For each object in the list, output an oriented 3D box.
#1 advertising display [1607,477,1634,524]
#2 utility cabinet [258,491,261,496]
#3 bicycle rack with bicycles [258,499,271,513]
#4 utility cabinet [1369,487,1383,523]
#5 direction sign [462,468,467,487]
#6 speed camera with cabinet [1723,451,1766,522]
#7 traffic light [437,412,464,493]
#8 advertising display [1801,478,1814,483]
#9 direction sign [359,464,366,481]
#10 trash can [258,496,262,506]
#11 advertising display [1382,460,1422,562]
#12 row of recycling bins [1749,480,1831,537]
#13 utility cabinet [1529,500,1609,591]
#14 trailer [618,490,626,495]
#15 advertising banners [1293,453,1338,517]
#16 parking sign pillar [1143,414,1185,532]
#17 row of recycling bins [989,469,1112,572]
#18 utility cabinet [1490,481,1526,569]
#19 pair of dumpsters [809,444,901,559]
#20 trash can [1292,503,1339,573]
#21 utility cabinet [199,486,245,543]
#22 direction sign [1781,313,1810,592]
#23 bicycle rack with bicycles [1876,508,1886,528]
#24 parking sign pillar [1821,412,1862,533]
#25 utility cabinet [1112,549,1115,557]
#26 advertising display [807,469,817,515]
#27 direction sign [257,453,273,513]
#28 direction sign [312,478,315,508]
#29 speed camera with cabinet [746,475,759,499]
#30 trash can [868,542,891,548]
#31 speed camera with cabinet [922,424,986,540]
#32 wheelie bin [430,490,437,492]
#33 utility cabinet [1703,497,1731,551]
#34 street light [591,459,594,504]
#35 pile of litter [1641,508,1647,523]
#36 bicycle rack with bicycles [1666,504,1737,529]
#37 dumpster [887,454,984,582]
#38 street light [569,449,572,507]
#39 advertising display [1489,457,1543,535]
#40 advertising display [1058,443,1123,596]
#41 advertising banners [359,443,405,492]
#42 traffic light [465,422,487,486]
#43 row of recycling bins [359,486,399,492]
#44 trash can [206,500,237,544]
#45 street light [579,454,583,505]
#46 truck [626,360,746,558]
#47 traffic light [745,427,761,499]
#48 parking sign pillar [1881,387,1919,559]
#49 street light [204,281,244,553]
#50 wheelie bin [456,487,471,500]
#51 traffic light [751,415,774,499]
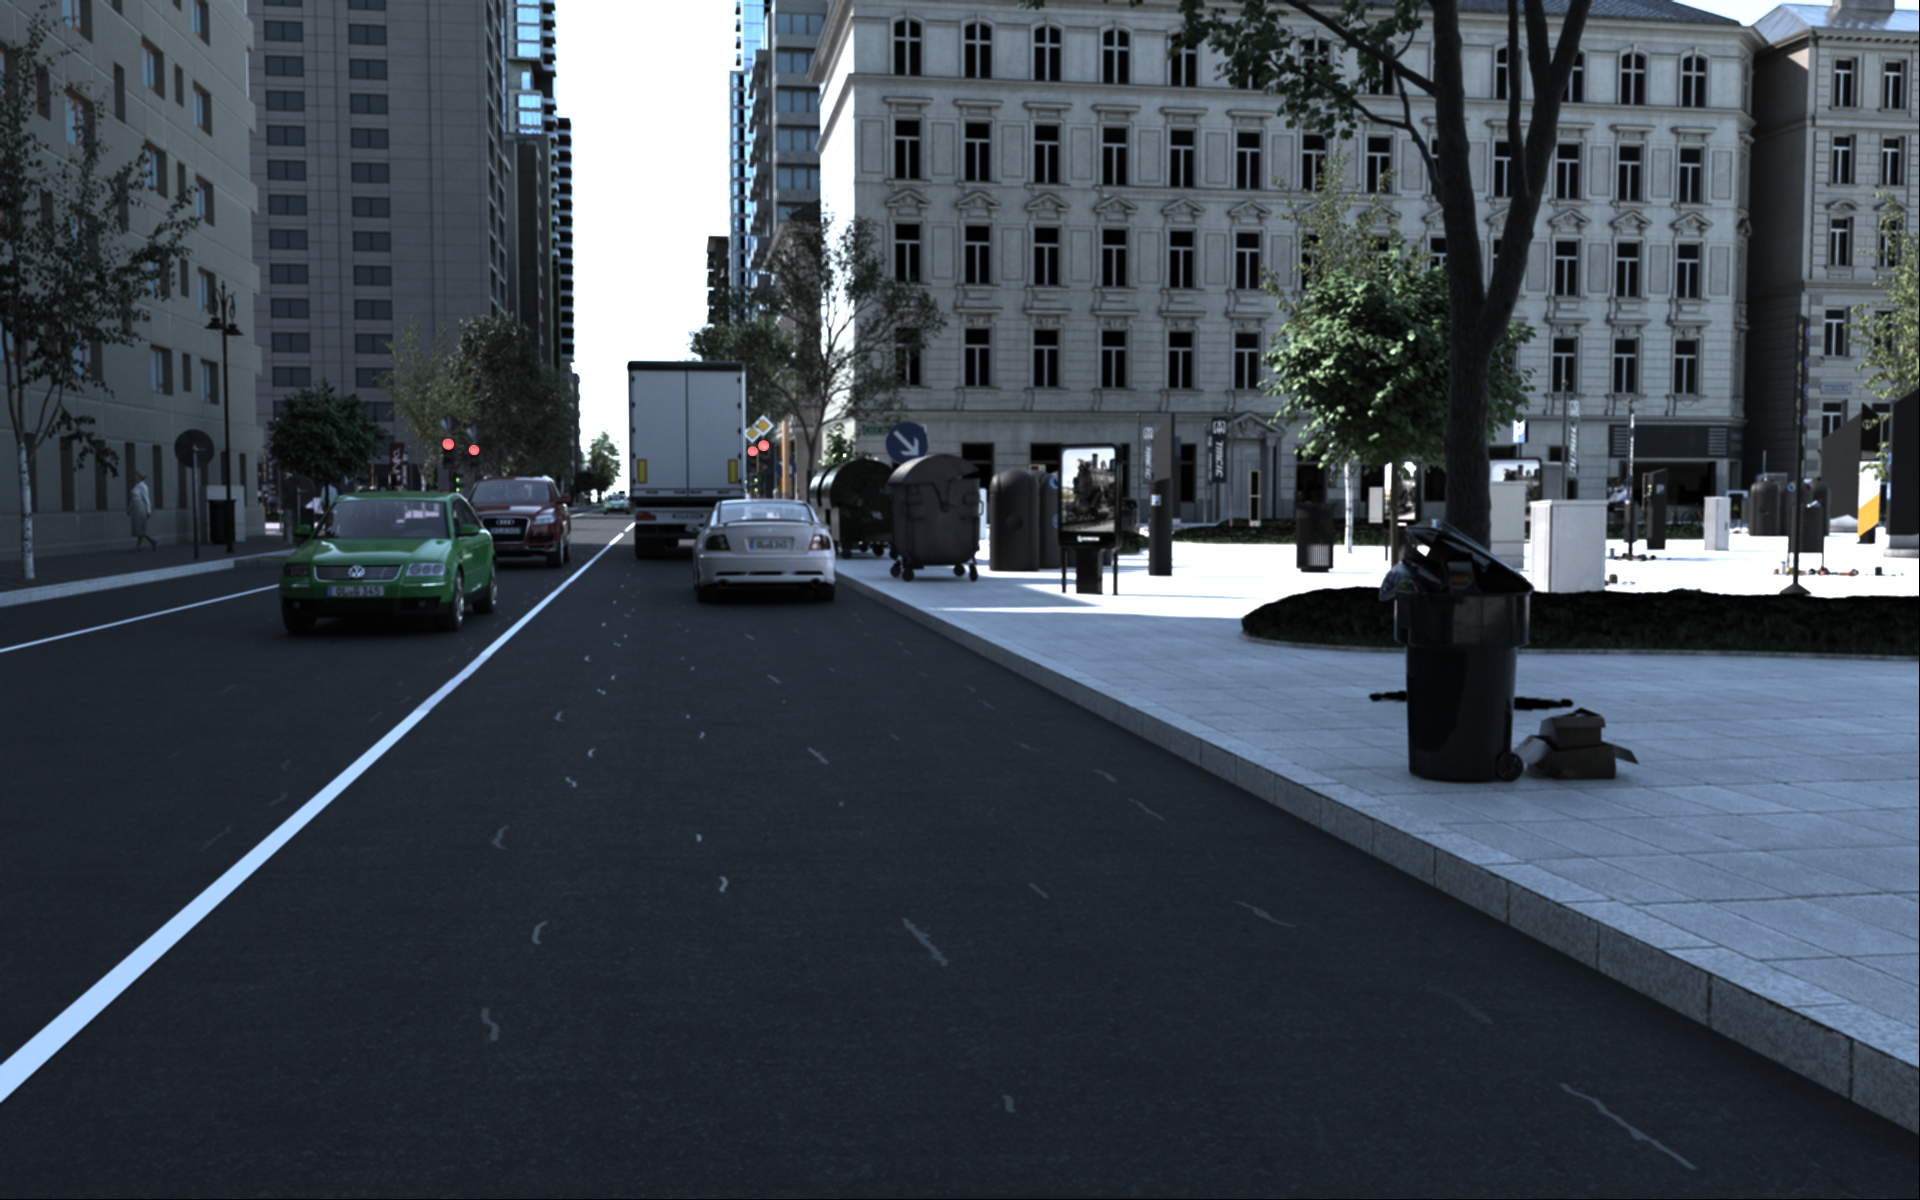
[{"bbox_3d":[25.084,-3.708,65.834,0.974,1.923,0.123,3,4,38],"label":"advertising display"},{"bbox_3d":[-51.235,-7.203,126.441,0.318,1.500,1.173,2,4,24],"label":"utility cabinet"},{"bbox_3d":[-47.990,-6.353,117.252,2.925,0.926,2.852,3,4,36],"label":"bicycle rack with bicycles"},{"bbox_3d":[13.786,-2.880,55.764,1.173,1.500,0.318,3,4,36],"label":"utility cabinet"},{"bbox_3d":[-36.023,-8.190,125.905,0.379,3.537,0.876,-3,4,-37],"label":"direction sign"},{"bbox_3d":[35.863,-5.166,78.806,2.038,3.252,0.660,1,4,12],"label":"speed camera with cabinet"},{"bbox_3d":[-17.471,-4.309,59.379,0.839,4.253,0.868,-1,4,-10],"label":"traffic light"},{"bbox_3d":[33.395,-3.824,67.730,0.974,1.923,0.123,0,4,2],"label":"advertising display"},{"bbox_3d":[-34.752,-6.606,99.997,0.876,3.537,0.379,0,4,-2],"label":"direction sign"},{"bbox_3d":[-48.601,-6.625,119.967,0.748,1.137,0.748,0,3,0],"label":"trash can"},{"bbox_3d":[8.354,-1.685,32.763,0.123,1.923,0.974,-2,4,-25],"label":"advertising display"},{"bbox_3d":[25.429,-2.816,53.149,3.534,1.692,1.069,-2,4,-33],"label":"row of recycling bins"},{"bbox_3d":[6.801,-0.502,19.376,1.020,1.237,0.306,-2,4,-35],"label":"utility cabinet"},{"bbox_3d":[-51.723,-15.774,264.958,1.471,1.999,3.904,-1,4,-9],"label":"trailer"},{"bbox_3d":[15.373,-4.804,74.734,2.074,3.025,0.090,2,4,34],"label":"advertising banners"},{"bbox_3d":[6.947,-4.297,58.732,1.447,3.967,1.447,-2,4,-28],"label":"parking sign pillar"},{"bbox_3d":[1.572,-1.402,30.033,1.069,1.692,3.534,2,4,32],"label":"row of recycling bins"},{"bbox_3d":[8.893,-1.251,29.132,1.173,1.500,0.318,-1,4,-13],"label":"utility cabinet"},{"bbox_3d":[-2.161,-2.045,35.935,1.574,2.255,4.437,-1,4,-10],"label":"pair of dumpsters"},{"bbox_3d":[5.822,-1.024,28.394,0.748,1.137,0.748,0,3,0],"label":"trash can"},{"bbox_3d":[-19.413,-2.256,45.565,0.318,1.500,1.173,2,4,28],"label":"utility cabinet"},{"bbox_3d":[10.721,-1.843,22.126,0.379,3.537,0.876,2,4,34],"label":"direction sign"},{"bbox_3d":[34.753,-3.238,66.331,2.852,0.926,2.925,0,4,2],"label":"bicycle rack with bicycles"},{"bbox_3d":[29.052,-4.187,56.933,1.447,3.967,1.447,-3,4,-39],"label":"parking sign pillar"},{"bbox_3d":[2.521,-1.567,34.295,1.173,1.500,0.318,-2,4,-33],"label":"utility cabinet"},{"bbox_3d":[-3.853,-2.439,45.088,0.123,1.923,0.974,0,4,3],"label":"advertising display"},{"bbox_3d":[-38.399,-6.366,96.086,0.876,3.537,0.379,2,4,33],"label":"direction sign"},{"bbox_3d":[-39.193,-6.901,104.834,0.876,3.537,0.379,-3,4,-36],"label":"direction sign"},{"bbox_3d":[-10.388,-5.618,86.183,0.660,3.252,2.038,-1,4,-13],"label":"speed camera with cabinet"},{"bbox_3d":[-1.918,-1.795,41.004,0.748,1.137,0.748,0,3,0],"label":"trash can"},{"bbox_3d":[-0.295,-3.318,48.583,2.038,3.252,0.660,1,4,21],"label":"speed camera with cabinet"},{"bbox_3d":[-37.957,-7.152,124.847,0.980,1.594,0.693,1,4,23],"label":"wheelie bin"},{"bbox_3d":[17.125,-1.712,39.152,0.306,1.237,1.020,3,5,39],"label":"utility cabinet"},{"bbox_3d":[-47.668,-15.426,225.002,0.468,5.910,1.993,-1,4,-10],"label":"street light"},{"bbox_3d":[21.975,-2.547,55.604,1.719,0.858,1.176,1,4,17],"label":"pile of litter"},{"bbox_3d":[27.074,-3.096,64.002,2.852,0.926,2.925,0,4,6],"label":"bicycle rack with bicycles"},{"bbox_3d":[-0.371,-1.243,26.084,1.264,1.857,1.865,-1,4,-9],"label":"dumpster"},{"bbox_3d":[-37.994,-12.005,169.070,0.468,5.910,1.993,-1,4,-10],"label":"street light"},{"bbox_3d":[9.797,-1.556,30.660,0.974,1.923,0.123,2,4,32],"label":"advertising display"},{"bbox_3d":[1.655,-1.034,22.124,0.974,1.923,0.123,3,5,44],"label":"advertising display"},{"bbox_3d":[-19.935,-3.843,59.028,2.074,3.025,0.090,0,4,-1],"label":"advertising banners"},{"bbox_3d":[-18.800,-4.791,67.253,0.839,4.253,0.868,-1,4,-10],"label":"traffic light"},{"bbox_3d":[-29.349,-4.934,87.782,1.069,1.692,3.534,1,4,18],"label":"row of recycling bins"},{"bbox_3d":[-18.897,-2.000,44.357,0.748,1.137,0.748,0,3,0],"label":"trash can"},{"bbox_3d":[-42.649,-13.599,195.126,0.468,5.910,1.993,-1,4,-10],"label":"street light"},{"bbox_3d":[-6.633,-3.243,41.932,2.839,4.237,11.283,-1,4,-9],"label":"truck"},{"bbox_3d":[-8.290,-4.900,69.037,0.839,4.253,0.868,-1,4,-10],"label":"traffic light"},{"bbox_3d":[19.343,-2.827,34.696,1.447,3.967,1.447,1,4,18],"label":"parking sign pillar"},{"bbox_3d":[-15.957,-3.969,37.686,0.468,5.910,1.993,-1,4,-10],"label":"street light"},{"bbox_3d":[-22.890,-4.397,79.801,0.693,1.594,0.980,1,4,23],"label":"wheelie bin"},{"bbox_3d":[-6.961,-4.418,61.163,0.839,4.253,0.868,-1,4,-10],"label":"traffic light"}]
